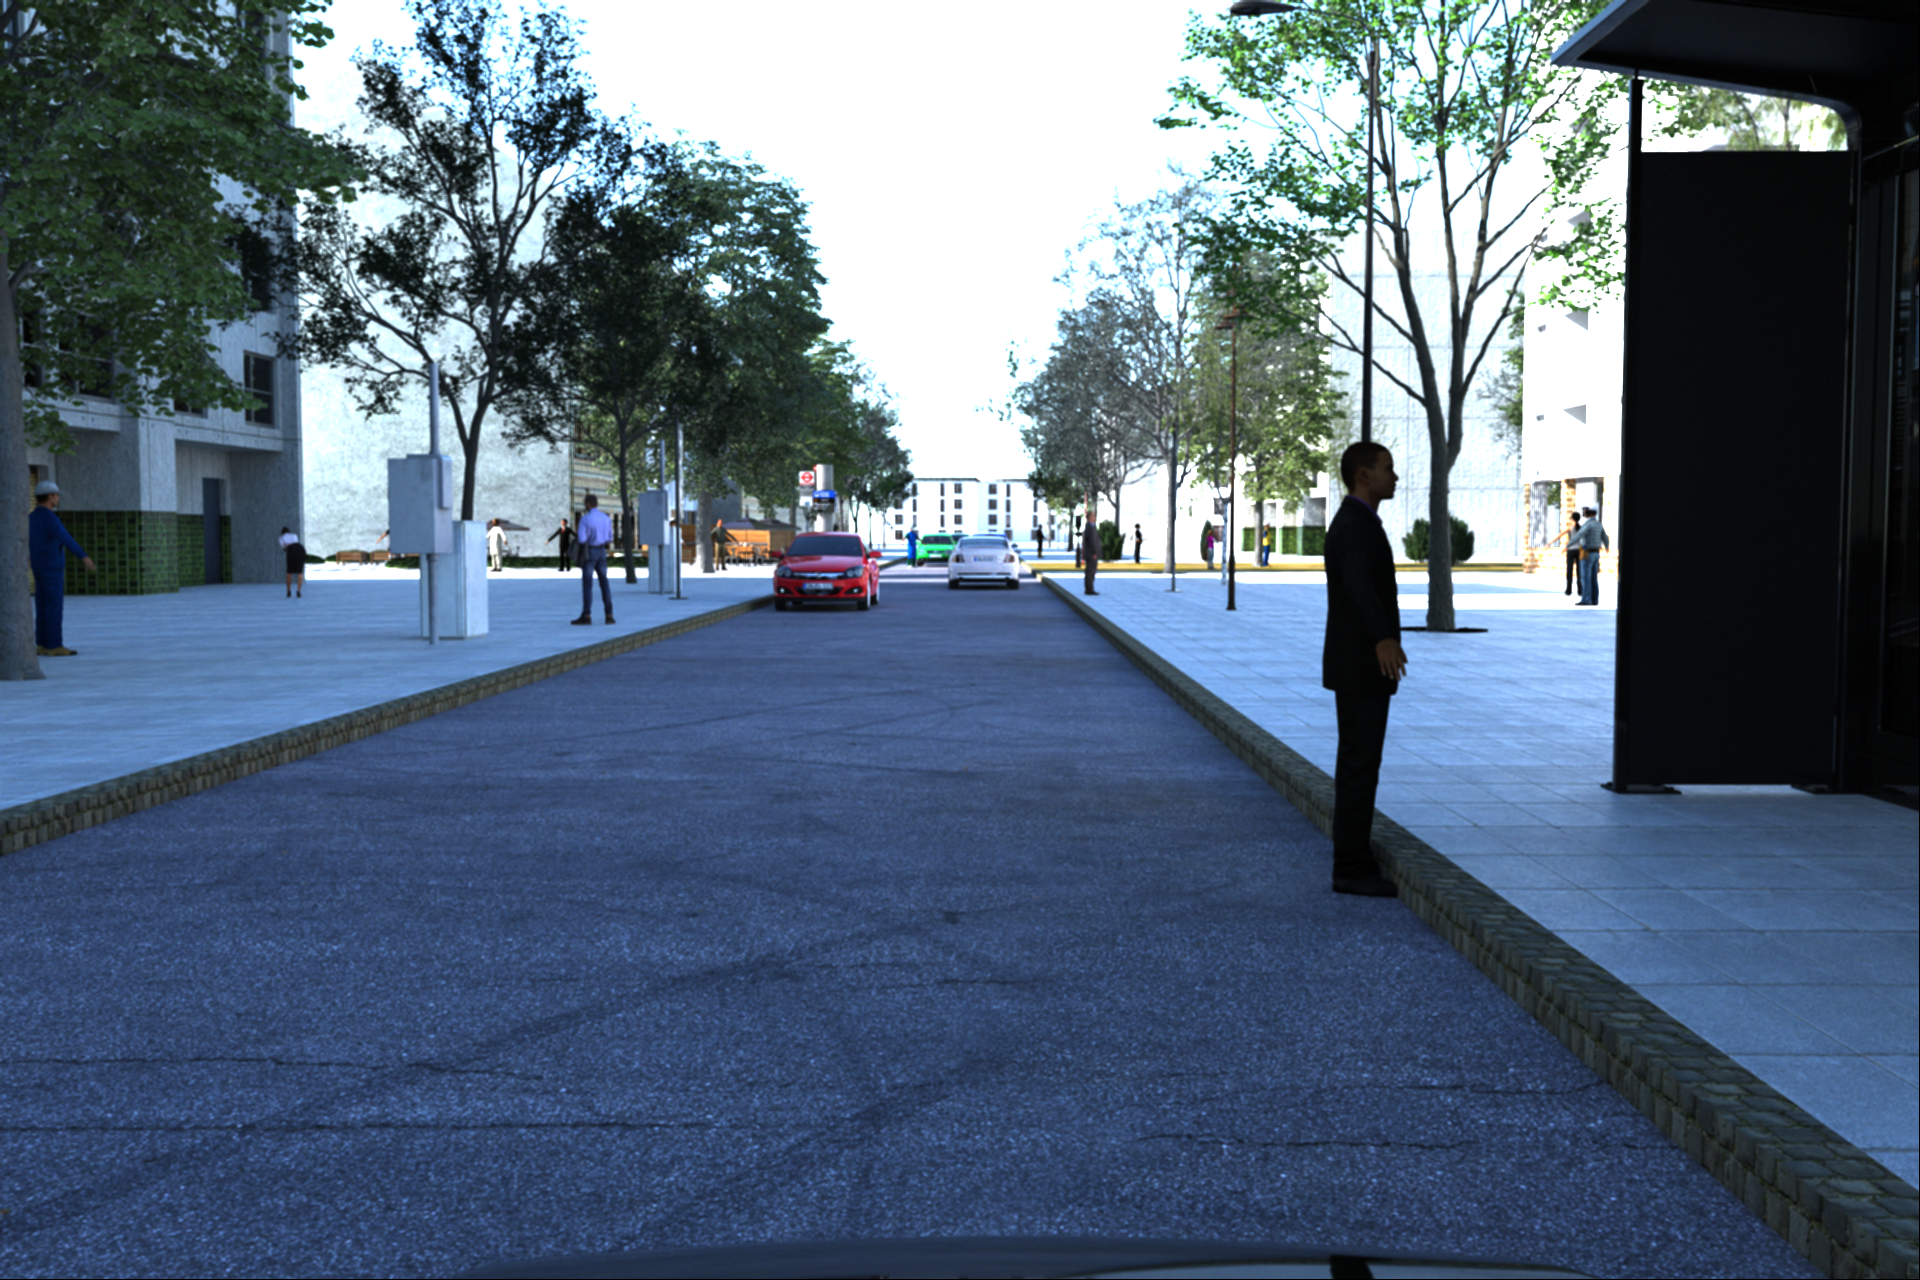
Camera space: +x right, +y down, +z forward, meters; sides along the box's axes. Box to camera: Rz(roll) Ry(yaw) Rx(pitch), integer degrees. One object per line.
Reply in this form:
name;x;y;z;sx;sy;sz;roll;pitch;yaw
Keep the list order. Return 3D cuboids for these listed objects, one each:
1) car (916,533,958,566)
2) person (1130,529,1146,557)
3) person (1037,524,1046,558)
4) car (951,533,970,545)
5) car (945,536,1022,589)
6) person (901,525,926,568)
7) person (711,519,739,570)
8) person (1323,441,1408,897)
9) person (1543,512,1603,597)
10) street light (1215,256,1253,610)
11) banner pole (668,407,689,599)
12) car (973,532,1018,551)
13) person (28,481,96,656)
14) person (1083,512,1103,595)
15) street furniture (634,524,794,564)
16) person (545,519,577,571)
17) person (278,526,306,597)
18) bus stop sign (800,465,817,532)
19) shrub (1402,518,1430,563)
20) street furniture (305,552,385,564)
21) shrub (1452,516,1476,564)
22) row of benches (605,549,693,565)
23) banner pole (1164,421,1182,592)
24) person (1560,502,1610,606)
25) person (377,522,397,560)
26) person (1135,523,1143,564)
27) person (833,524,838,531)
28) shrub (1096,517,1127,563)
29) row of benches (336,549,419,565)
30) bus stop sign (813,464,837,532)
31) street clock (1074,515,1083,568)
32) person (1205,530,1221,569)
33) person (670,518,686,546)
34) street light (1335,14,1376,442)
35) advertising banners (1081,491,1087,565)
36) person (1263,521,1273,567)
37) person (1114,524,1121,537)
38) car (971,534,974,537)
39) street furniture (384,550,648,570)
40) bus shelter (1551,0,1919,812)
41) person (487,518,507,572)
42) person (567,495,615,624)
car;-1.036;-4.237;78.066;1.959;1.807;4.718;0;4;1
person;9.765;-5.457;95.409;0.705;1.806;1.347;-2;4;-32
person;4.351;-5.331;93.294;0.704;1.812;1.346;1;4;21
car;-0.101;-5.255;94.720;1.959;1.807;4.718;0;4;1
car;0.624;-2.083;46.427;2.083;1.381;4.827;0;4;0
person;-2.045;-4.013;74.198;1.347;1.817;0.704;-3;5;-40
person;-8.470;-3.366;61.311;1.348;1.796;0.705;-2;4;-32
person;1.652;0.104;6.989;0.704;1.802;1.346;1;4;12
person;12.617;-1.761;35.608;1.217;1.737;0.721;0;4;1
street light;4.586;-3.443;29.088;0.468;5.910;1.993;0;4;1
banner pole;-5.560;-2.712;34.365;0.401;3.779;0.863;0;4;2
car;1.021;-3.028;59.092;1.945;1.707;3.694;0;4;1
person;-9.607;-0.760;18.311;1.347;1.842;0.705;2;4;34
person;2.813;-1.839;36.667;0.434;1.755;0.990;0;4;0
street furniture;-11.046;-4.488;80.233;11.010;1.723;9.812;2;4;31
person;-13.571;-3.254;59.388;1.347;1.806;0.705;1;4;15
person;-13.620;-1.595;35.302;0.799;1.438;0.628;1;4;19
bus stop sign;-5.785;-4.800;67.181;0.855;3.939;0.416;0;4;1
shrub;20.610;-4.486;77.396;1.661;2.075;1.752;0;3;0
street furniture;-30.780;-3.694;76.022;10.072;0.657;5.734;0;4;0
shrub;21.133;-4.268;73.816;1.661;2.075;1.752;0;3;0
row of benches;-13.112;-3.423;71.436;4.104;0.672;1.422;0;4;-2
banner pole;4.761;-2.954;38.314;0.401;3.779;0.863;0;4;1
person;11.255;-1.540;31.016;1.345;1.849;0.704;-2;4;-35
person;-22.963;-3.906;70.004;0.704;1.843;1.345;2;4;33
person;7.805;-4.186;75.162;0.721;1.740;1.216;1;4;14
person;-6.853;-5.502;95.740;0.705;1.856;1.354;0;4;0
shrub;6.626;-4.490;77.834;1.690;2.028;1.600;0;3;0
row of benches;-23.701;-3.442;71.731;4.104;0.672;1.422;0;4;5
bus stop sign;-5.121;-4.695;65.777;0.837;3.901;0.837;0;4;2
street clock;4.465;-3.717;65.335;0.358;2.002;0.471;0;4;0
person;9.228;-3.304;63.280;0.599;1.433;0.991;-2;4;-27
person;-8.711;-2.827;52.677;0.721;1.778;1.216;-3;5;-43
street light;4.120;-2.608;15.175;1.470;5.913;1.316;0;4;1
advertising banners;5.088;-4.590;71.232;0.090;3.025;2.074;0;4;-1
person;11.952;-3.701;66.978;0.721;1.772;1.216;1;4;20
person;8.004;-5.097;89.198;0.705;1.847;1.347;-2;4;-27
car;1.397;-6.667;120.802;2.131;1.459;4.920;0;4;1
street furniture;-16.540;-3.083;66.041;10.072;0.657;5.734;-1;4;-11
bus shelter;3.713;-0.870;5.508;1.731;3.624;6.357;0;4;1
person;-15.742;-3.220;58.736;1.344;1.819;0.704;3;4;38
person;-5.273;-1.147;24.659;0.599;1.838;0.709;3;5;44
